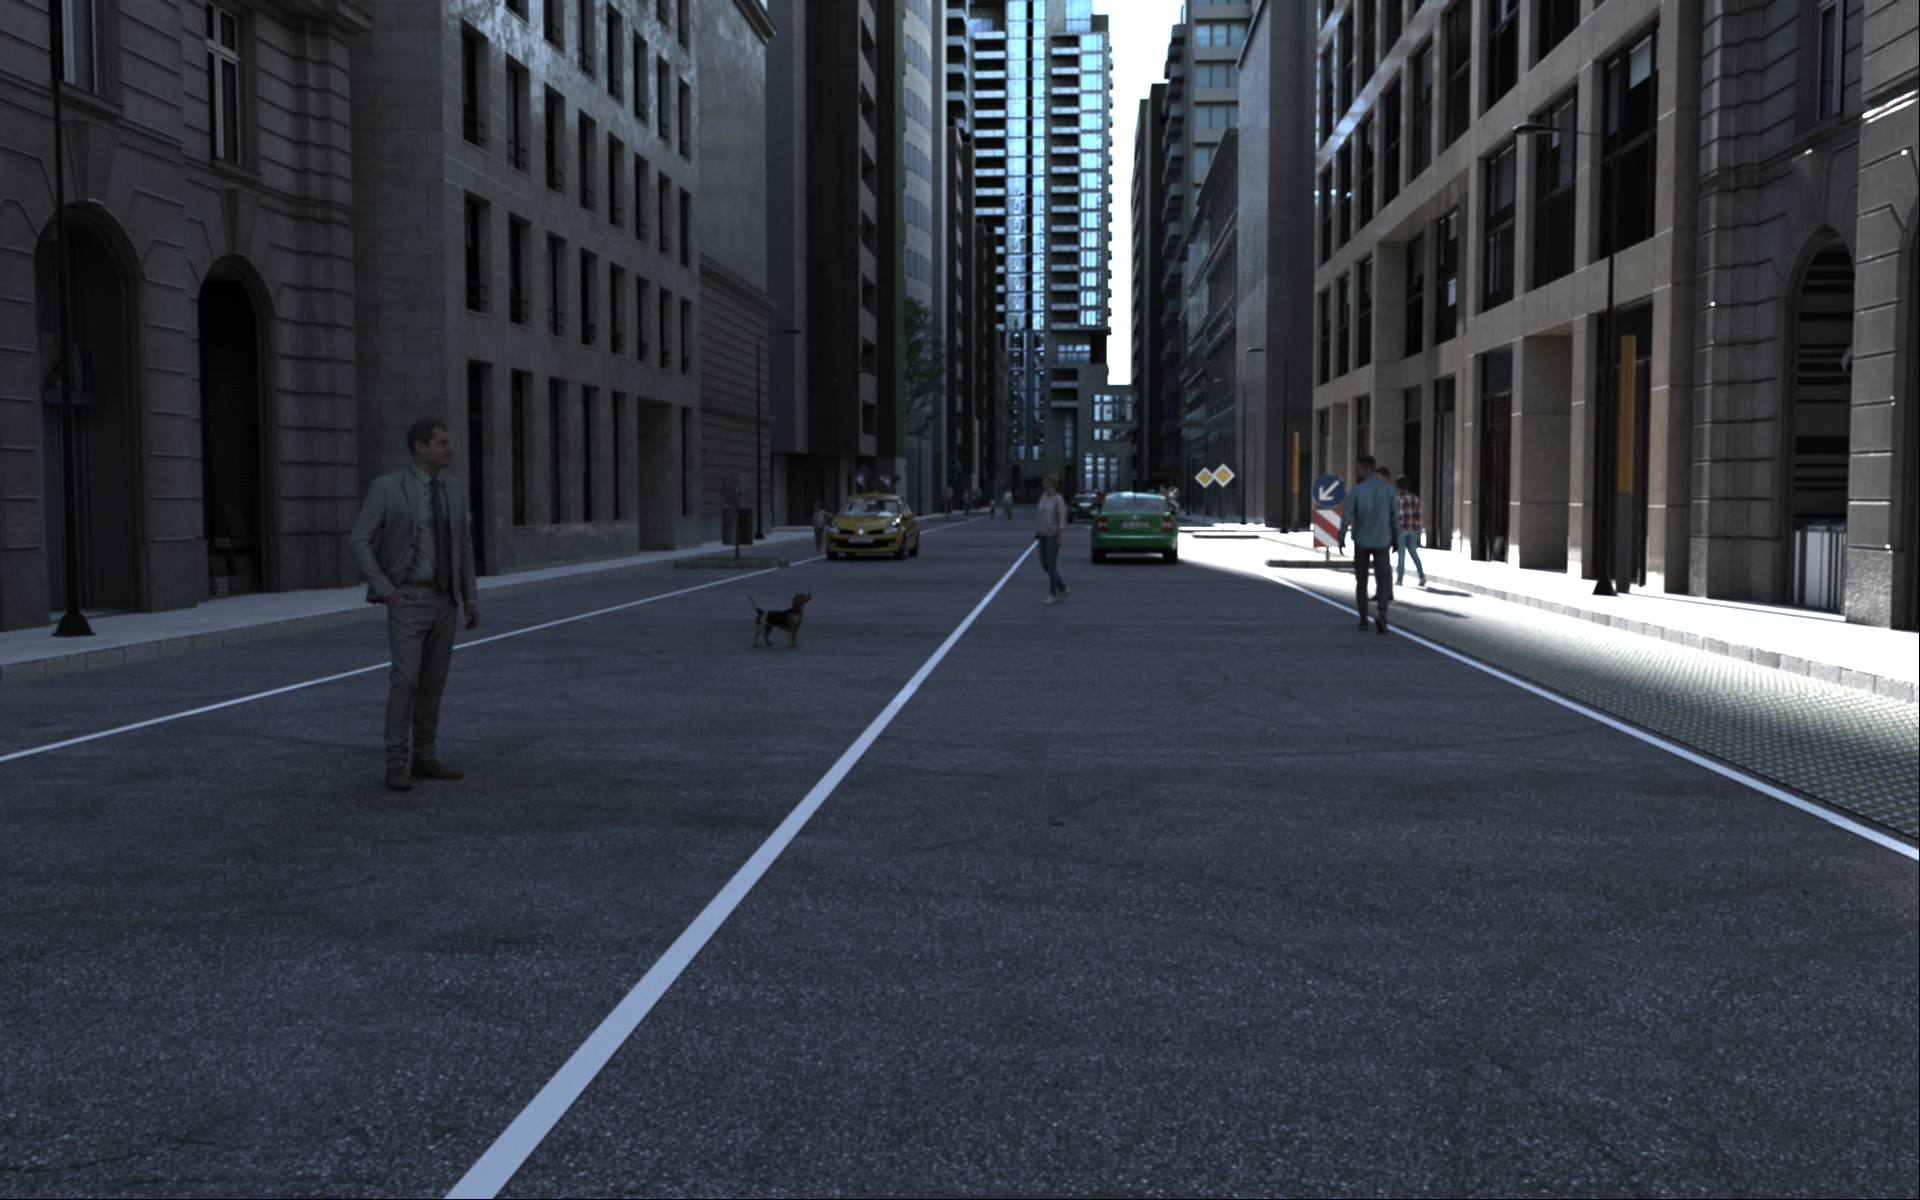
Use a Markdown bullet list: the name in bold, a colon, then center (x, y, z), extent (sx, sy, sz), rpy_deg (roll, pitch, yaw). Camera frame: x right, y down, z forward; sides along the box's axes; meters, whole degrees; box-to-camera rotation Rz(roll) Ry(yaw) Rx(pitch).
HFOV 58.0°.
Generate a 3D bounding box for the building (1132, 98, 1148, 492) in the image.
- **building**: center (31.227, -35.412, 202.695), extent (21.300, 48.544, 21.600), rpy_deg (0, 4, 4)

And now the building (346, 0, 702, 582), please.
- **building**: center (-11.992, -10.918, 33.266), extent (10.420, 20.320, 16.860), rpy_deg (0, 4, 4)

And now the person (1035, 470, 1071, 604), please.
- **person**: center (1.221, -0.825, 22.662), extent (0.598, 1.740, 0.731), rpy_deg (-3, 5, -40)

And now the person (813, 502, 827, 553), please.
- **person**: center (-3.399, -1.769, 42.110), extent (0.332, 1.250, 0.352), rpy_deg (1, 4, 21)

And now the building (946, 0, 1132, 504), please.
- **building**: center (7.370, -56.250, 232.352), extent (31.000, 86.520, 22.319), rpy_deg (0, 4, 4)

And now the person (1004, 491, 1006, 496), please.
- **person**: center (4.181, -9.109, 158.344), extent (0.530, 1.710, 0.541), rpy_deg (2, 4, 24)

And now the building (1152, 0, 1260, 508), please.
- **building**: center (30.467, -33.186, 162.192), extent (23.786, 49.044, 30.456), rpy_deg (0, 4, 4)

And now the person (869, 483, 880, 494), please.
- **person**: center (-2.547, -2.575, 51.147), extent (0.519, 1.759, 0.362), rpy_deg (-2, 4, -32)

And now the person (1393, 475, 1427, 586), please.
- **person**: center (6.920, -1.072, 26.867), extent (0.563, 1.720, 0.643), rpy_deg (-1, 4, -17)

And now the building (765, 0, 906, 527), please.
- **building**: center (-9.915, -18.371, 72.061), extent (14.160, 30.474, 14.107), rpy_deg (0, 4, 4)

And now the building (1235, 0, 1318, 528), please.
- **building**: center (26.708, -15.281, 68.904), extent (30.058, 24.678, 14.314), rpy_deg (0, 4, 4)

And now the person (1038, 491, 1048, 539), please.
- **person**: center (2.627, -2.696, 52.600), extent (0.620, 1.820, 0.660), rpy_deg (-1, 4, -21)

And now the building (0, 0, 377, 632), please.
- **building**: center (-14.968, -10.428, 12.302), extent (13.314, 21.916, 24.055), rpy_deg (0, 4, 4)

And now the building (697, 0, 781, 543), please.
- **building**: center (-23.284, -14.179, 50.917), extent (34.723, 24.649, 14.460), rpy_deg (0, 4, 4)

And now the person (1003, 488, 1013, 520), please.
- **person**: center (2.737, -5.428, 97.466), extent (0.478, 1.798, 0.641), rpy_deg (3, 4, 38)

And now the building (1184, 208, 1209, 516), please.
- **building**: center (19.612, -15.936, 109.709), extent (9.793, 20.994, 18.267), rpy_deg (0, 4, 4)

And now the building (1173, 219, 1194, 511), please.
- **building**: center (21.869, -18.331, 128.592), extent (11.050, 23.489, 19.941), rpy_deg (0, 4, 4)

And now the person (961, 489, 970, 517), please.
- **person**: center (0.388, -6.032, 107.711), extent (0.643, 1.750, 0.593), rpy_deg (-2, 4, -28)

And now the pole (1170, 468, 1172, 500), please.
- **pole**: center (16.665, -8.733, 136.622), extent (0.158, 3.312, 0.155), rpy_deg (0, 3, 0)

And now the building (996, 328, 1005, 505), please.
- **building**: center (-9.740, -21.953, 203.970), extent (28.899, 21.520, 27.650), rpy_deg (0, 4, 4)

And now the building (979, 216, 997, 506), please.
- **building**: center (-3.548, -24.932, 179.336), extent (14.160, 30.474, 14.107), rpy_deg (0, 4, 4)

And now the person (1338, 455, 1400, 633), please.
- **person**: center (4.262, -0.594, 18.069), extent (0.638, 1.841, 0.748), rpy_deg (1, 4, 14)

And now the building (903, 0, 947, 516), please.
- **building**: center (-12.330, -34.347, 103.581), extent (21.231, 58.520, 28.212), rpy_deg (0, 4, 4)

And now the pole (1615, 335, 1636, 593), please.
- **pole**: center (8.600, -1.745, 22.372), extent (0.158, 3.312, 0.155), rpy_deg (0, 3, 0)

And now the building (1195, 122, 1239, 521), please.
- **building**: center (18.698, -15.526, 90.004), extent (11.583, 22.565, 21.152), rpy_deg (0, 4, 4)

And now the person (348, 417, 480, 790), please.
- **person**: center (-2.696, -0.003, 8.648), extent (0.391, 1.810, 0.635), rpy_deg (2, 4, 28)

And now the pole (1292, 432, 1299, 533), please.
- **pole**: center (11.008, -3.852, 56.824), extent (0.158, 3.312, 0.155), rpy_deg (0, 3, 0)

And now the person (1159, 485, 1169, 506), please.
- **person**: center (8.337, -3.876, 72.057), extent (0.709, 1.800, 0.728), rpy_deg (0, 3, 0)

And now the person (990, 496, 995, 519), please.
- **person**: center (1.825, -5.202, 97.808), extent (0.306, 1.304, 0.590), rpy_deg (1, 4, 16)

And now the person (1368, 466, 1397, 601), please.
- **person**: center (5.565, -0.885, 23.165), extent (0.583, 1.804, 0.606), rpy_deg (0, 4, -7)

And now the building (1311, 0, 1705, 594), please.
- **building**: center (19.811, -14.268, 37.795), extent (19.350, 26.468, 34.151), rpy_deg (0, 4, 4)

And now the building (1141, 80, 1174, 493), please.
- **building**: center (26.930, -32.726, 185.178), extent (14.600, 45.320, 14.200), rpy_deg (0, 4, 4)

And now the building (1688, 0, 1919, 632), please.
- **building**: center (14.214, -10.238, 9.199), extent (13.314, 21.916, 24.055), rpy_deg (0, 4, 4)

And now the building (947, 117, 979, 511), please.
- **building**: center (-6.205, -22.110, 133.192), extent (14.160, 30.474, 14.107), rpy_deg (0, 4, 4)
